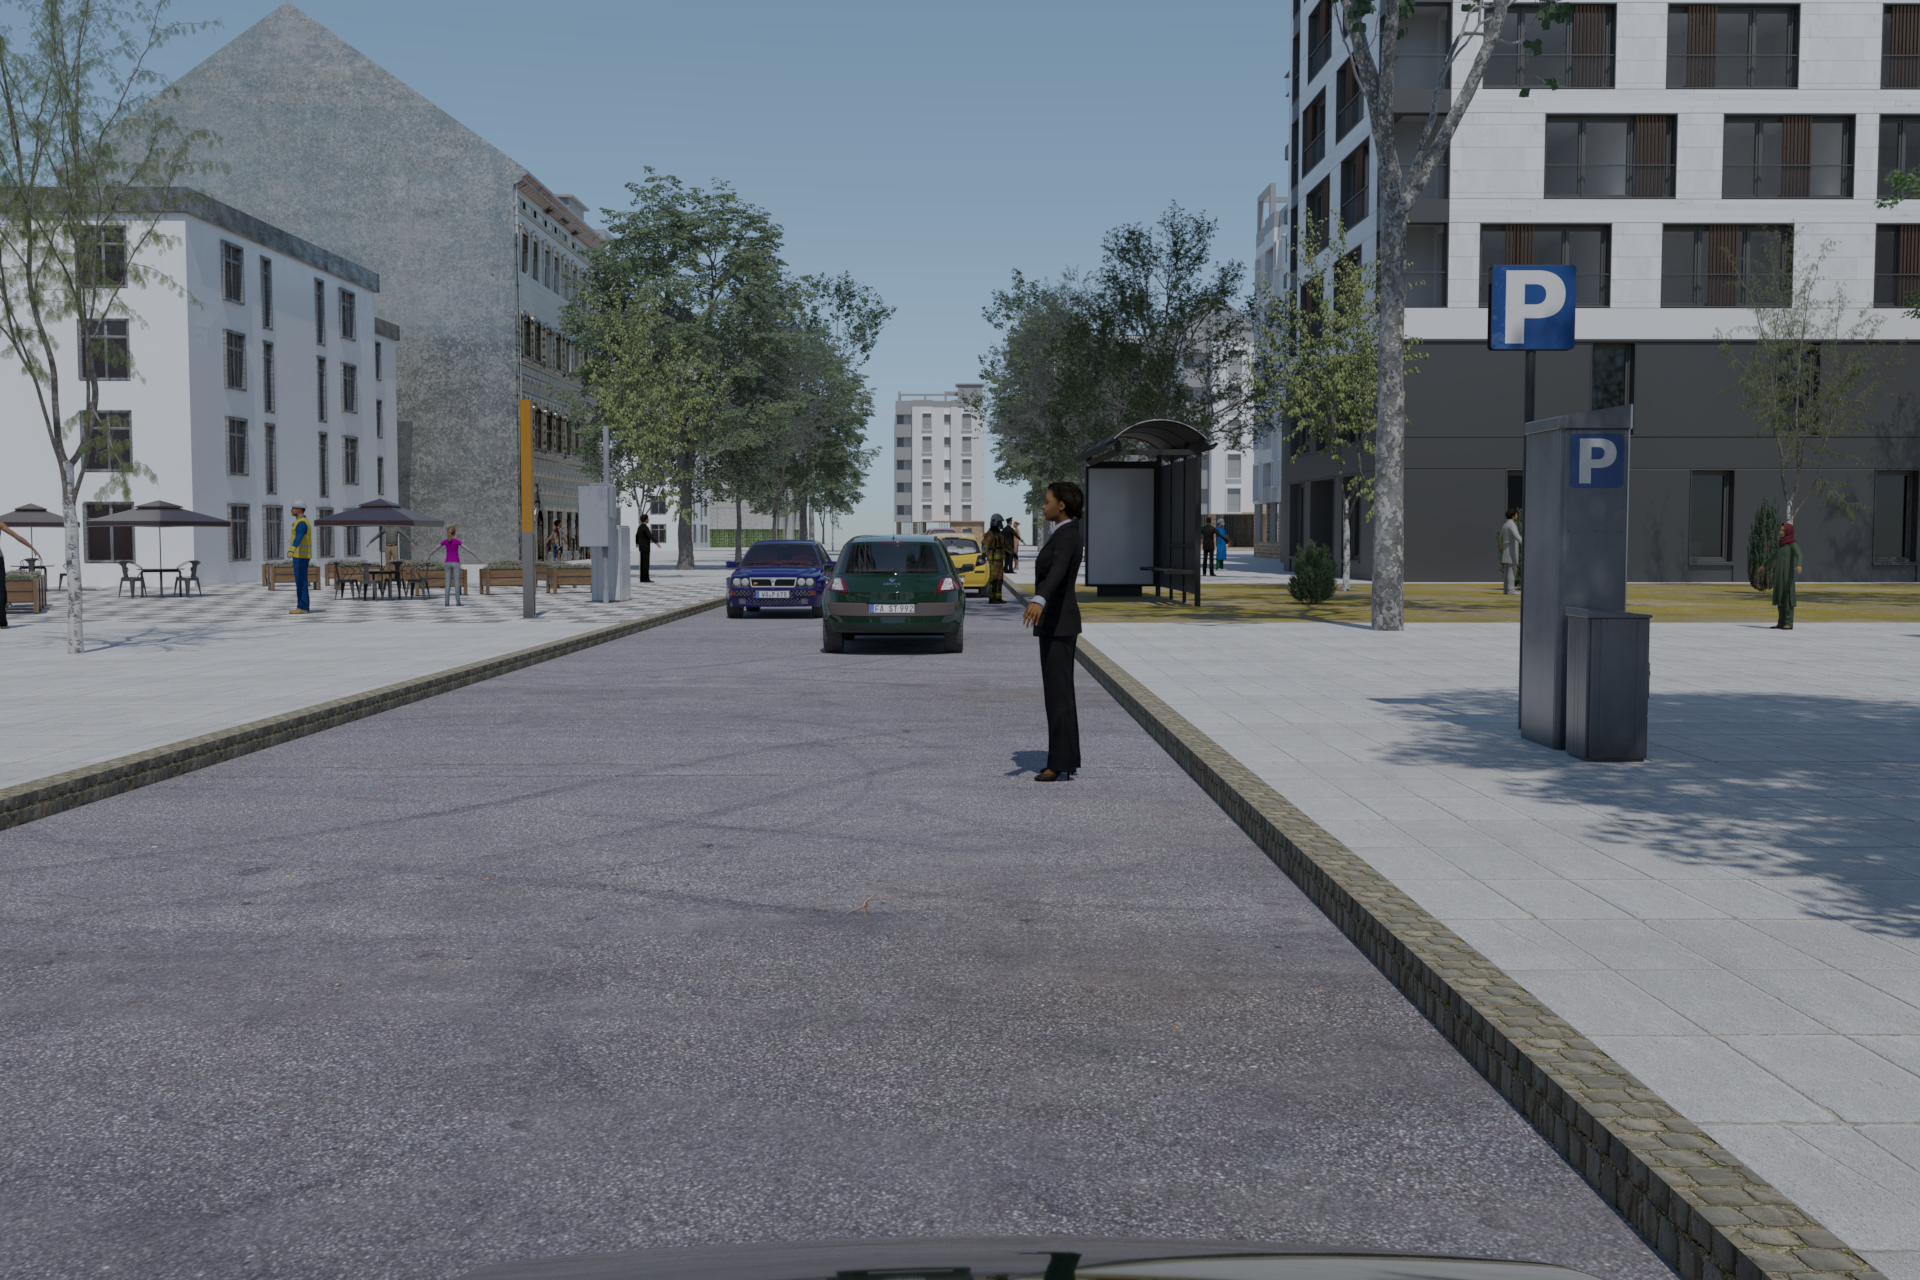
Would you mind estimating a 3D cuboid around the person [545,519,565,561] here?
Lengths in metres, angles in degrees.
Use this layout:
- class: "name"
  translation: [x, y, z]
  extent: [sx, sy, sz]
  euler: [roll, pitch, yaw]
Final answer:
- class: "person"
  translation: [-15.018, -3.585, 64.466]
  extent: [0.705, 1.847, 1.347]
  euler: [-3, 5, -42]

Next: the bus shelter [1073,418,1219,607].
- class: "bus shelter"
  translation: [3.419, -2.388, 32.975]
  extent: [2.014, 3.302, 5.546]
  euler: [0, 4, -2]

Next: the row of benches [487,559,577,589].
- class: "row of benches"
  translation: [-10.415, -1.632, 42.139]
  extent: [1.422, 0.672, 4.104]
  euler: [-3, 4, -36]

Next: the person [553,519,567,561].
- class: "person"
  translation: [-14.545, -3.472, 62.913]
  extent: [0.704, 1.843, 1.345]
  euler: [0, 4, 2]

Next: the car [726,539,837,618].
- class: "car"
  translation: [-3.117, -1.115, 30.812]
  extent: [1.945, 1.354, 3.894]
  euler: [0, 4, 0]

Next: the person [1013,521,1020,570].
- class: "person"
  translation: [1.909, -3.364, 61.804]
  extent: [0.721, 1.733, 1.217]
  euler: [-1, 4, -16]

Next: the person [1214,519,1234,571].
- class: "person"
  translation: [9.076, -3.304, 60.144]
  extent: [0.704, 1.817, 1.347]
  euler: [3, 4, 38]

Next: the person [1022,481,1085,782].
- class: "person"
  translation: [0.508, -0.059, 10.142]
  extent: [0.721, 1.740, 1.216]
  euler: [1, 4, 9]

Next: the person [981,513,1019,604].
- class: "person"
  translation: [0.766, -1.667, 35.482]
  extent: [0.705, 1.858, 1.354]
  euler: [2, 4, 32]

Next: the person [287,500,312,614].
- class: "person"
  translation: [-10.634, -1.338, 27.844]
  extent: [0.705, 1.833, 1.349]
  euler: [-1, 4, -16]

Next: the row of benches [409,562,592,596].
- class: "row of benches"
  translation: [-9.555, -1.311, 36.905]
  extent: [4.104, 0.672, 1.422]
  euler: [-2, 4, -28]

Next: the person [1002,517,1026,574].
- class: "person"
  translation: [1.612, -3.069, 56.111]
  extent: [0.705, 1.837, 1.347]
  euler: [-3, 5, -40]

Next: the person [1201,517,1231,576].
- class: "person"
  translation: [7.612, -2.857, 52.942]
  extent: [1.346, 1.802, 0.704]
  euler: [2, 4, 30]

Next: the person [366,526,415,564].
- class: "person"
  translation: [-15.729, -2.547, 47.917]
  extent: [1.348, 1.796, 0.705]
  euler: [0, 4, 2]

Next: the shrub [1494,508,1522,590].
- class: "shrub"
  translation: [13.085, -2.166, 39.463]
  extent: [1.661, 2.075, 1.752]
  euler: [0, 3, 0]

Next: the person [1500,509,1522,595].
- class: "person"
  translation: [11.663, -1.859, 36.584]
  extent: [0.705, 1.806, 1.347]
  euler: [0, 4, -5]

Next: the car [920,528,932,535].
- class: "car"
  translation: [-1.419, -6.249, 110.839]
  extent: [2.281, 1.827, 5.304]
  euler: [0, 4, -1]

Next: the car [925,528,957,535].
- class: "car"
  translation: [-1.037, -5.920, 105.465]
  extent: [2.281, 1.827, 5.304]
  euler: [0, 4, 0]

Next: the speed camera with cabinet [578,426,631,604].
- class: "speed camera with cabinet"
  translation: [-6.664, -2.332, 32.460]
  extent: [0.660, 3.252, 2.038]
  euler: [0, 3, 0]

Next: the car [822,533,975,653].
- class: "car"
  translation: [-0.808, -0.765, 22.292]
  extent: [2.009, 1.686, 4.222]
  euler: [0, 4, 0]

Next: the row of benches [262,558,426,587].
- class: "row of benches"
  translation: [-15.130, -1.689, 43.076]
  extent: [4.104, 0.672, 1.422]
  euler: [-1, 4, -16]

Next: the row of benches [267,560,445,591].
- class: "row of benches"
  translation: [-13.844, -1.513, 40.205]
  extent: [4.104, 0.672, 1.422]
  euler: [-2, 4, -29]

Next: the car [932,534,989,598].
- class: "car"
  translation: [-0.189, -1.844, 40.367]
  extent: [2.015, 1.641, 3.980]
  euler: [0, 4, 0]

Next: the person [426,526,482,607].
- class: "person"
  translation: [-8.971, -1.309, 30.675]
  extent: [0.991, 1.433, 0.599]
  euler: [0, 3, 0]

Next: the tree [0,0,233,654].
- class: "tree"
  translation: [-9.410, -4.172, 18.575]
  extent: [4.360, 8.622, 3.978]
  euler: [0, 3, 0]

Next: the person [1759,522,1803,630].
- class: "person"
  translation: [11.034, -0.860, 23.278]
  extent: [0.599, 1.438, 0.989]
  euler: [0, 4, -4]

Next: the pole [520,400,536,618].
- class: "pole"
  translation: [-6.586, -1.991, 26.402]
  extent: [0.158, 3.312, 0.155]
  euler: [0, 3, 0]

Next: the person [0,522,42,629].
- class: "person"
  translation: [-13.090, -1.015, 23.400]
  extent: [1.217, 1.737, 0.721]
  euler: [-2, 4, -25]

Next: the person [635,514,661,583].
- class: "person"
  translation: [-8.275, -2.413, 45.631]
  extent: [0.705, 1.806, 1.347]
  euler: [-3, 4, -36]

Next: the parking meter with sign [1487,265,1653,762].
- class: "parking meter with sign"
  translation: [3.713, -0.871, 10.499]
  extent: [0.543, 3.016, 1.738]
  euler: [0, 3, 0]

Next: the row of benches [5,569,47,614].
- class: "row of benches"
  translation: [-15.906, -0.849, 29.342]
  extent: [1.422, 0.672, 4.104]
  euler: [-2, 4, -26]

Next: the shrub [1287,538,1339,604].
- class: "shrub"
  translation: [6.447, -1.256, 31.661]
  extent: [1.383, 1.207, 1.383]
  euler: [0, 3, 0]
